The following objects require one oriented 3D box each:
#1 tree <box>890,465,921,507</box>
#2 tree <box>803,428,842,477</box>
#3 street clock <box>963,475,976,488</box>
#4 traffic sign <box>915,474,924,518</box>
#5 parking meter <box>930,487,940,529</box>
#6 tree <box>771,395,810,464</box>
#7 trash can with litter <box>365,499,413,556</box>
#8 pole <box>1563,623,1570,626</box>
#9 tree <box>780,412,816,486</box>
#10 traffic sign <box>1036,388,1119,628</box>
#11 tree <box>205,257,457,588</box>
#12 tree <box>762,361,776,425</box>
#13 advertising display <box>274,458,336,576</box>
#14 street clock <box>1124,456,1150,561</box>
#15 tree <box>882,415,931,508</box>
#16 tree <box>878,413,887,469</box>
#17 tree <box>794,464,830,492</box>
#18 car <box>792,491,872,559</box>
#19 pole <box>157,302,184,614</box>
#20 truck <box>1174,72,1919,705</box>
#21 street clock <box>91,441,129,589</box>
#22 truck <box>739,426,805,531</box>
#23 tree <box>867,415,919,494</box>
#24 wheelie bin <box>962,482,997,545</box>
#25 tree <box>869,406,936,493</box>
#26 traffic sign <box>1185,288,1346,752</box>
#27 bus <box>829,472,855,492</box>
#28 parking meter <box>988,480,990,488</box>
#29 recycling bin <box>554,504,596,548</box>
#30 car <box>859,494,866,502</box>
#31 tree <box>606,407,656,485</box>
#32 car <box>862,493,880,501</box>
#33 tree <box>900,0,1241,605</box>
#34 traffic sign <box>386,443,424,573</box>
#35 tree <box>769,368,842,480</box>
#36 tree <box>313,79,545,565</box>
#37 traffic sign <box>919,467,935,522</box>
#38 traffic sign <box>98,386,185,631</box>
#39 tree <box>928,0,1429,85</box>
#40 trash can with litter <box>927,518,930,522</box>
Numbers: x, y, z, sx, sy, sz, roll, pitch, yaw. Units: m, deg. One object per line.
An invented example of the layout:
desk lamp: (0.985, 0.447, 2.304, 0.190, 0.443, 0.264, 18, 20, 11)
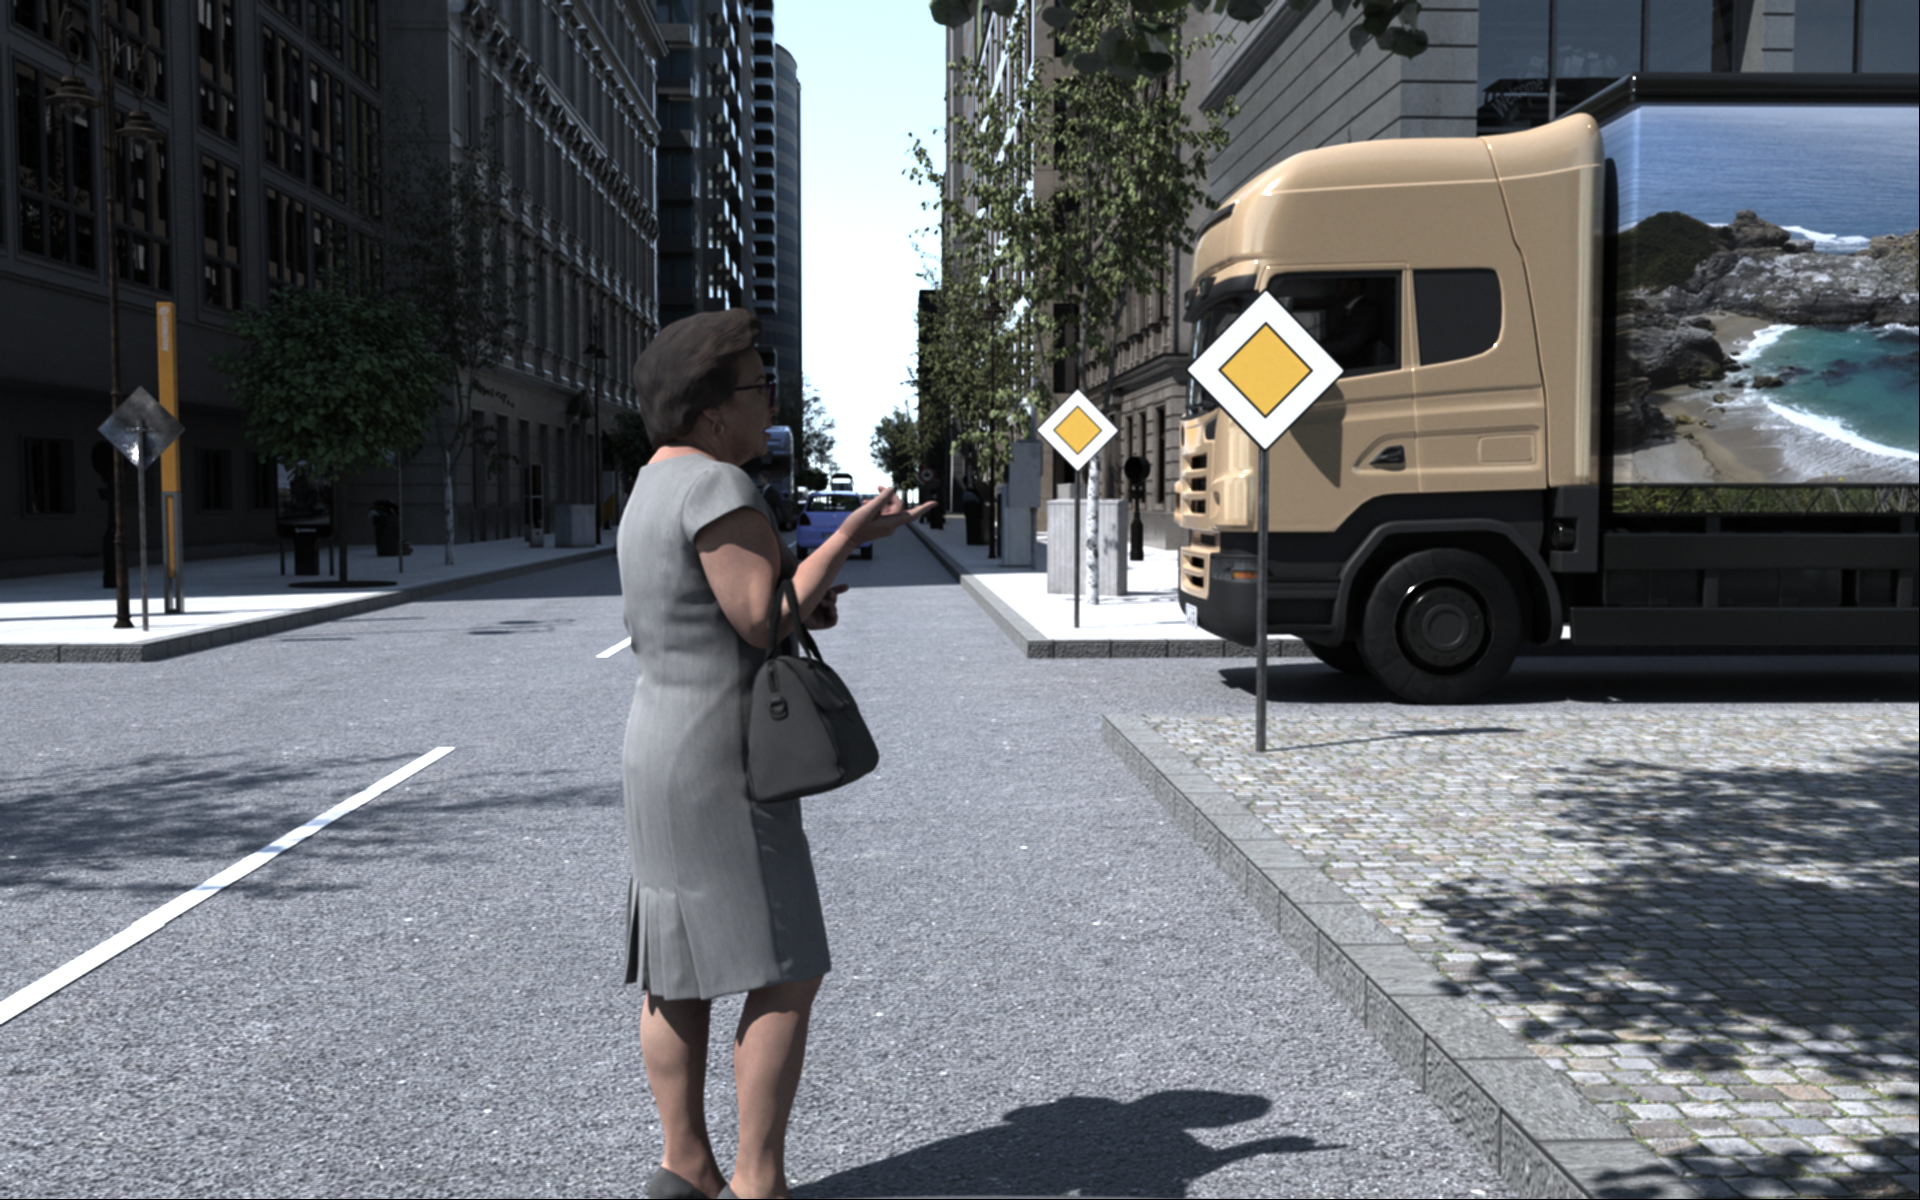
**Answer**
tree: (-5.371, -11.700, 175.004, 4.285, 4.588, 4.351, 0, 3, 0)
tree: (-20.144, -19.036, 245.656, 7.601, 10.594, 8.767, -3, 5, -44)
street clock: (0.346, -3.611, 63.604, 0.471, 2.002, 0.358, 0, 4, 5)
traffic sign: (-1.703, -4.860, 80.652, 0.795, 2.450, 0.064, 0, 4, 1)
parking meter: (-0.922, -3.417, 64.285, 0.372, 1.533, 0.369, 0, 3, 0)
tree: (-13.611, -10.887, 128.372, 4.737, 8.622, 4.395, 0, 3, 0)
trash can with litter: (-11.821, -1.502, 35.949, 0.624, 1.170, 1.055, 0, 4, 7)
pole: (5.944, -1.402, 16.774, 0.158, 3.312, 0.155, 0, 3, 0)
tree: (-14.854, -12.404, 153.168, 4.360, 8.622, 3.978, 0, 3, 0)
traffic sign: (1.117, -0.789, 16.539, 0.795, 2.450, 0.064, 0, 4, -3)
tree: (-8.708, -2.471, 24.116, 4.285, 4.588, 4.351, 0, 3, 0)
tree: (-11.797, -8.440, 88.359, 4.360, 8.622, 3.978, 0, 3, 0)
advertising display: (-10.314, -1.351, 27.305, 0.974, 1.923, 0.123, 1, 4, 11)
street clock: (3.407, -1.758, 33.321, 0.358, 2.002, 0.471, -3, 5, -45)
tree: (-4.798, -12.443, 153.811, 4.360, 8.622, 3.978, 0, 3, 0)
tree: (0.410, -5.913, 47.036, 4.737, 8.622, 4.395, 0, 3, 0)
tree: (-17.416, -13.977, 212.235, 4.285, 4.588, 4.351, 0, 3, 0)
car: (-2.857, -1.818, 39.318, 1.945, 1.707, 3.694, 0, 4, -5)
pole: (-8.447, -1.510, 18.528, 0.158, 3.312, 0.155, 0, 3, 0)
truck: (6.662, -1.460, 12.792, 11.283, 4.237, 2.839, 0, 4, -1)
street clock: (-11.549, -1.163, 23.580, 0.471, 2.002, 0.358, 2, 4, 26)
truck: (-8.093, -5.161, 74.139, 2.967, 4.110, 18.799, 0, 4, -3)
tree: (-8.653, -18.497, 228.176, 9.928, 11.665, 9.643, 0, 3, 0)
wheelie bin: (0.472, -2.188, 43.682, 0.693, 1.594, 0.980, 2, 4, 33)
tree: (-6.147, -15.258, 183.887, 7.601, 10.594, 8.767, -1, 4, -20)
traffic sign: (1.495, -0.301, 8.563, 0.795, 2.450, 0.064, 0, 4, -3)
bus: (-13.695, -12.783, 200.554, 2.896, 3.916, 12.252, 0, 4, -4)
parking meter: (1.309, -4.092, 72.609, 0.255, 1.863, 0.399, 0, 4, 3)
recycling bin: (-9.276, -1.785, 41.743, 0.722, 1.027, 0.722, 3, 5, 41)
car: (-7.108, -7.238, 127.138, 1.959, 1.807, 4.718, 0, 4, -3)
tree: (-10.009, -4.478, 56.929, 4.285, 4.588, 4.351, 0, 3, 0)
car: (-5.201, -6.075, 108.118, 1.959, 1.807, 4.718, 0, 4, -1)
tree: (1.476, -4.264, 20.081, 4.737, 8.622, 4.395, 0, 3, 0)
traffic sign: (-9.062, -1.641, 28.020, 0.795, 2.450, 0.064, 0, 4, 3)
tree: (-16.101, -15.721, 167.414, 12.009, 13.543, 11.850, 0, 3, 0)
tree: (-9.297, -4.929, 30.950, 4.360, 8.622, 3.978, 0, 3, 0)
traffic sign: (-1.527, -4.899, 80.205, 0.768, 2.556, 0.104, 0, 4, 4)
traffic sign: (-7.619, -0.765, 16.147, 0.795, 2.450, 0.064, 0, 4, -3)
tree: (2.481, -5.839, 2.119, 9.857, 13.997, 8.962, 0, 3, 0)
trash can with litter: (-1.170, -4.131, 78.935, 0.624, 1.170, 1.055, -1, 4, -19)
